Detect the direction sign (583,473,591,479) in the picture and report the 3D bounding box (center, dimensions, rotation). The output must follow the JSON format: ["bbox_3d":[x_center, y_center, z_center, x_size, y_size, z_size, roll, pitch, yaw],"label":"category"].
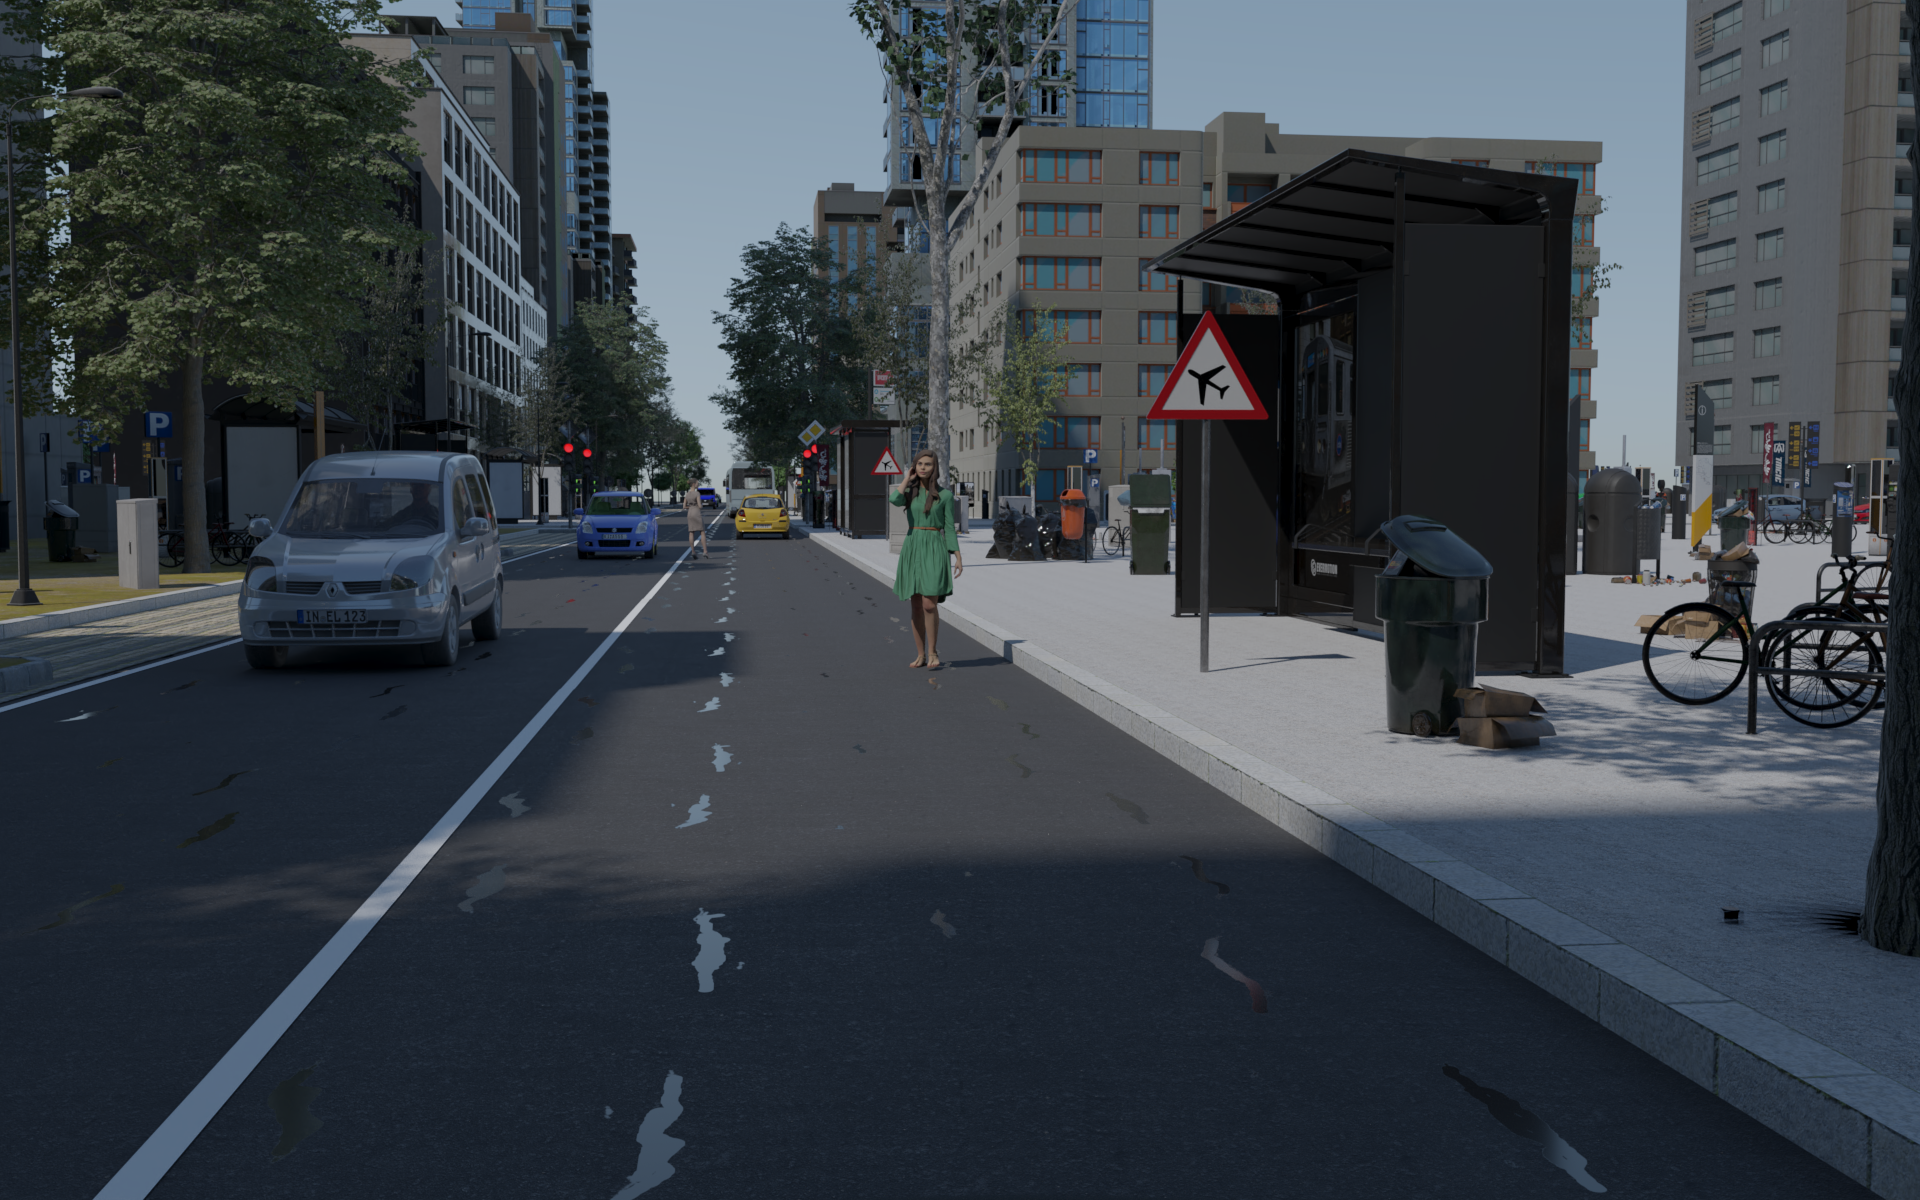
[{"bbox_3d":[-19.851,-6.131,92.237,0.379,3.537,0.876,-3,4,-36],"label":"direction sign"}]

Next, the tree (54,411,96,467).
[{"bbox_3d":[-30.623,-4.537,57.886,4.285,4.588,4.351,0,3,0],"label":"tree"}]

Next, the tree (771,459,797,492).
[{"bbox_3d":[-17.173,-11.251,167.667,4.285,4.588,4.351,0,3,0],"label":"tree"}]

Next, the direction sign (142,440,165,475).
[{"bbox_3d":[-33.852,-4.942,72.797,0.876,3.537,0.379,-1,4,-22],"label":"direction sign"}]

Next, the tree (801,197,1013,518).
[{"bbox_3d":[-1.124,-5.697,43.506,4.360,8.622,3.978,0,3,0],"label":"tree"}]

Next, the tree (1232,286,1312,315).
[{"bbox_3d":[8.998,-6.006,48.552,4.360,8.622,3.978,0,3,0],"label":"tree"}]

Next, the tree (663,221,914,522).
[{"bbox_3d":[-7.010,-10.641,80.639,9.857,13.997,8.962,0,3,0],"label":"tree"}]

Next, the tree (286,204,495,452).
[{"bbox_3d":[-14.658,-5.694,43.457,4.360,8.622,3.978,0,3,0],"label":"tree"}]

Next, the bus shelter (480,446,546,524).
[{"bbox_3d":[-19.729,-5.043,76.369,2.014,3.302,5.546,0,4,-7],"label":"bus shelter"}]

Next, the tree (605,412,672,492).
[{"bbox_3d":[-30.617,-13.957,162.605,7.601,10.594,8.767,-3,4,-38],"label":"tree"}]

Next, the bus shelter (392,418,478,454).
[{"bbox_3d":[-17.066,-3.997,56.632,1.731,3.624,6.357,0,4,-7],"label":"bus shelter"}]

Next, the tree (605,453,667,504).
[{"bbox_3d":[-24.823,-8.778,127.229,4.285,4.588,4.351,0,3,0],"label":"tree"}]

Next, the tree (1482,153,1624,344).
[{"bbox_3d":[11.874,-5.313,37.231,4.360,8.622,3.978,0,3,0],"label":"tree"}]

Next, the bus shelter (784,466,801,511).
[{"bbox_3d":[-11.980,-8.237,128.604,2.014,3.302,5.546,0,4,-7],"label":"bus shelter"}]

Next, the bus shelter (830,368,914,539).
[{"bbox_3d":[-2.820,-4.615,53.087,2.179,5.291,8.768,0,4,-7],"label":"bus shelter"}]

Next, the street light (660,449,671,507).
[{"bbox_3d":[-30.487,-12.585,178.311,1.470,5.913,1.316,0,4,-7],"label":"street light"}]

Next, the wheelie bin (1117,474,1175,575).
[{"bbox_3d":[2.991,-1.206,27.623,0.980,1.594,0.693,0,4,2],"label":"wheelie bin"}]

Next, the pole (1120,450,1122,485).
[{"bbox_3d":[7.494,-5.270,80.014,0.158,3.312,0.155,0,3,0],"label":"pole"}]

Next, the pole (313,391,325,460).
[{"bbox_3d":[-12.732,-2.485,34.468,0.158,3.312,0.155,0,3,0],"label":"pole"}]

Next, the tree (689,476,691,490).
[{"bbox_3d":[-40.031,-16.054,246.187,4.285,4.588,4.351,0,3,0],"label":"tree"}]

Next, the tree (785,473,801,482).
[{"bbox_3d":[-12.878,-8.590,135.051,1.663,3.219,1.824,0,3,0],"label":"tree"}]

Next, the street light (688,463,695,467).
[{"bbox_3d":[-40.982,-17.587,260.087,1.470,5.913,1.316,0,4,-7],"label":"street light"}]

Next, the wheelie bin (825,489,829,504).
[{"bbox_3d":[-7.868,-5.882,104.083,0.693,1.594,0.980,-1,4,-10],"label":"wheelie bin"}]

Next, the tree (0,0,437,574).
[{"bbox_3d":[-11.986,-6.707,27.793,7.486,12.596,7.792,0,3,0],"label":"tree"}]

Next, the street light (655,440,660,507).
[{"bbox_3d":[-26.608,-10.720,147.817,1.470,5.913,1.316,0,4,-7],"label":"street light"}]

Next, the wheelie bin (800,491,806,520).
[{"bbox_3d":[-7.221,-4.583,82.846,0.980,1.594,0.693,-2,4,-35],"label":"wheelie bin"}]

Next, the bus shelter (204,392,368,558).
[{"bbox_3d":[-14.320,-2.645,37.177,2.014,3.302,5.546,0,4,-7],"label":"bus shelter"}]

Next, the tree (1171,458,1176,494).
[{"bbox_3d":[10.356,-5.284,80.987,1.663,3.219,1.824,0,3,0],"label":"tree"}]

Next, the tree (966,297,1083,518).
[{"bbox_3d":[2.474,-6.948,63.964,4.737,8.622,4.395,0,3,0],"label":"tree"}]

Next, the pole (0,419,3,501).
[{"bbox_3d":[-25.137,-3.146,45.283,0.158,3.312,0.155,0,3,0],"label":"pole"}]

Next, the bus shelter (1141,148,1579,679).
[{"bbox_3d":[3.109,-1.451,15.003,1.731,3.624,6.357,0,4,-7],"label":"bus shelter"}]

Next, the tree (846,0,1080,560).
[{"bbox_3d":[1.092,-10.614,29.431,12.611,20.169,13.585,0,3,0],"label":"tree"}]

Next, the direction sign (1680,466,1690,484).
[{"bbox_3d":[54.631,-8.475,130.564,0.876,3.537,0.379,-1,4,-22],"label":"direction sign"}]

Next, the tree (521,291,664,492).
[{"bbox_3d":[-22.808,-12.376,109.010,9.857,13.997,8.962,0,3,0],"label":"tree"}]

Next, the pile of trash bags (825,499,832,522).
[{"bbox_3d":[-4.790,-4.159,77.756,1.912,1.369,3.447,-1,4,-21],"label":"pile of trash bags"}]

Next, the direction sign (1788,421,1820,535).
[{"bbox_3d":[26.299,-3.795,54.045,0.876,3.537,0.379,3,4,37],"label":"direction sign"}]

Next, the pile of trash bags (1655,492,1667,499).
[{"bbox_3d":[56.301,-7.915,139.166,3.447,1.369,1.912,2,4,25],"label":"pile of trash bags"}]

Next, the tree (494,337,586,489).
[{"bbox_3d":[-19.793,-8.035,81.741,4.360,8.622,3.978,0,3,0],"label":"tree"}]

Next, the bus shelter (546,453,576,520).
[{"bbox_3d":[-20.718,-5.739,87.759,2.014,3.302,5.546,0,4,-7],"label":"bus shelter"}]

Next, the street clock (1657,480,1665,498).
[{"bbox_3d":[34.962,-5.004,86.390,0.358,2.002,0.471,0,4,1],"label":"street clock"}]

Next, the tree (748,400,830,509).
[{"bbox_3d":[-13.658,-12.613,140.629,7.601,10.594,8.767,-1,4,-11],"label":"tree"}]

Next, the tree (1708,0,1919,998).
[{"bbox_3d":[2.958,-4.823,4.607,9.928,11.665,9.643,0,3,0],"label":"tree"}]

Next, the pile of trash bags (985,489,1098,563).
[{"bbox_3d":[1.759,-1.450,33.468,1.912,1.369,3.447,-1,4,-15],"label":"pile of trash bags"}]

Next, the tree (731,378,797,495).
[{"bbox_3d":[-18.914,-16.433,179.056,12.009,13.543,11.850,0,3,0],"label":"tree"}]

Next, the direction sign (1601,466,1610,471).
[{"bbox_3d":[52.157,-9.056,140.067,0.876,3.537,0.379,-1,4,-18],"label":"direction sign"}]

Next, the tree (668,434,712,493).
[{"bbox_3d":[-47.679,-23.556,302.155,9.611,12.733,9.660,0,3,0],"label":"tree"}]

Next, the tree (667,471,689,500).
[{"bbox_3d":[-37.047,-14.160,215.234,4.285,4.588,4.351,0,3,0],"label":"tree"}]

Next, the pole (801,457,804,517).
[{"bbox_3d":[-8.640,-6.196,95.154,0.158,3.312,0.155,0,3,0],"label":"pole"}]

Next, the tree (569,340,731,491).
[{"bbox_3d":[-26.523,-13.923,138.014,12.009,13.543,11.850,0,3,0],"label":"tree"}]
